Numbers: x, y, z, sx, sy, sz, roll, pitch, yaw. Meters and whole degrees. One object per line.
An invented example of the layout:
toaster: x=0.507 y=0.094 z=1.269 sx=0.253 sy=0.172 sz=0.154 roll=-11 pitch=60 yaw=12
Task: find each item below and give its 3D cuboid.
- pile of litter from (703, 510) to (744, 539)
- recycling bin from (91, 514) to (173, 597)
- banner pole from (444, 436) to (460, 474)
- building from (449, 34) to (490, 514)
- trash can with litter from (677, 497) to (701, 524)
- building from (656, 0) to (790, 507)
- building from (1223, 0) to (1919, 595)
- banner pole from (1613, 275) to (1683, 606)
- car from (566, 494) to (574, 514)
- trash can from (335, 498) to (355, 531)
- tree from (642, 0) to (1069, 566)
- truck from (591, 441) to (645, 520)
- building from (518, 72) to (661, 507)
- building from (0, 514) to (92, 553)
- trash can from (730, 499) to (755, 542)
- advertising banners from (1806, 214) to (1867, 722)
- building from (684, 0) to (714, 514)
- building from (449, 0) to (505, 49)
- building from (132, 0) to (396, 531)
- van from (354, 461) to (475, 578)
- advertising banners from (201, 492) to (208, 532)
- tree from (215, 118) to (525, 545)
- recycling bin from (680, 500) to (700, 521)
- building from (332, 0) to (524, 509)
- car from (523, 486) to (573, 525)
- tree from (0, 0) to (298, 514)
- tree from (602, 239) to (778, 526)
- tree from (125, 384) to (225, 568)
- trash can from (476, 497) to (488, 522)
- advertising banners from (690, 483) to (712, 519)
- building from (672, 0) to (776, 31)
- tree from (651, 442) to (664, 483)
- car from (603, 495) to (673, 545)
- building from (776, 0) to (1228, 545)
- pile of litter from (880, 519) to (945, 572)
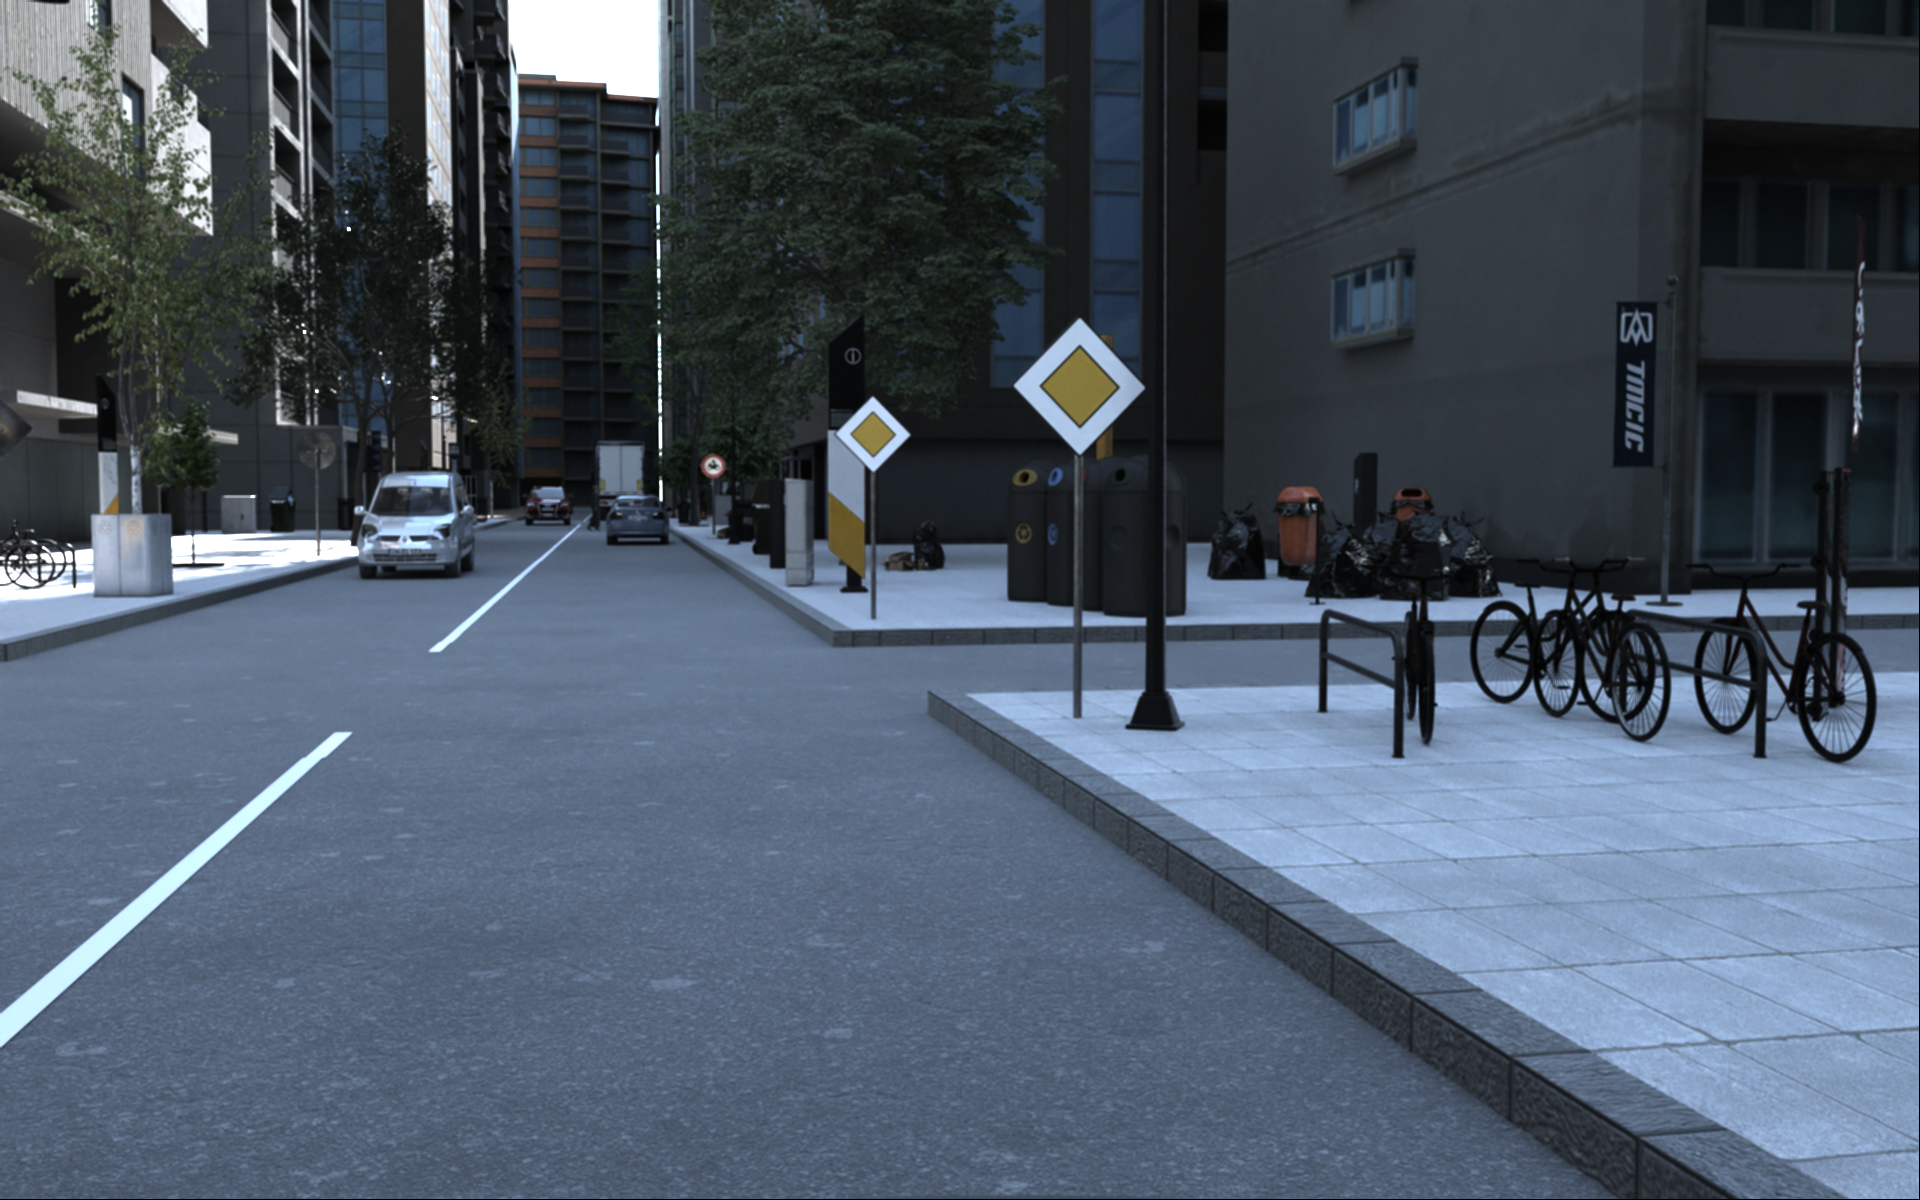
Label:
pile of litter: x=-6.502 y=-2.196 z=49.871 sx=1.719 sy=0.858 sz=1.176 roll=1 pitch=4 yaw=9
recycling bin: x=-10.442 y=-0.570 z=21.866 sx=0.722 sy=1.027 sz=0.722 roll=0 pitch=4 yaw=-2
banner pole: x=-21.834 y=-5.153 z=74.270 sx=0.863 sy=3.779 sz=0.401 roll=-1 pitch=4 yaw=-17
building: x=-37.452 y=-20.603 z=108.560 sx=14.160 sy=30.474 sz=14.107 roll=-1 pitch=4 yaw=-11
trash can with litter: x=-11.734 y=-3.894 z=75.052 sx=1.055 sy=1.170 sz=0.624 roll=1 pitch=4 yaw=13
building: x=-21.976 y=-45.788 z=186.878 sx=20.611 sy=71.187 sz=20.563 roll=-1 pitch=4 yaw=-11
building: x=16.707 y=-25.028 z=32.916 sx=21.600 sy=48.544 sz=21.300 roll=-1 pitch=4 yaw=-11
banner pole: x=7.895 y=-1.826 z=19.875 sx=0.863 sy=3.779 sz=0.401 roll=0 pitch=4 yaw=0
car: x=-28.463 y=-6.930 z=123.085 sx=2.009 sy=1.686 sz=4.222 roll=-1 pitch=4 yaw=-9
trash can: x=-21.563 y=-3.013 z=60.918 sx=0.748 sy=1.137 sz=0.748 roll=0 pitch=3 yaw=0
tree: x=-1.551 y=-6.888 z=30.754 sx=7.486 sy=12.596 sz=7.792 roll=0 pitch=3 yaw=0
truck: x=-19.224 y=-6.632 z=97.342 sx=2.839 sy=4.237 sz=11.283 roll=-1 pitch=4 yaw=-13
building: x=-46.243 y=-32.310 z=182.884 sx=28.867 sy=44.769 sz=22.147 roll=-1 pitch=4 yaw=-11
building: x=-32.401 y=-27.283 z=35.315 sx=28.713 sy=52.752 sz=27.495 roll=-1 pitch=4 yaw=-11
trash can: x=-5.841 y=-2.154 z=46.877 sx=0.748 sy=1.137 sz=0.748 roll=0 pitch=3 yaw=0
advertising banners: x=5.333 y=-0.874 z=10.471 sx=0.090 sy=3.025 sz=2.074 roll=2 pitch=4 yaw=32
building: x=-8.899 y=-35.516 z=122.686 sx=21.231 sy=58.520 sz=28.212 roll=-1 pitch=4 yaw=-11
building: x=-45.563 y=-29.026 z=129.205 sx=22.147 sy=44.769 sz=28.867 roll=-1 pitch=4 yaw=-11
building: x=-33.962 y=-38.499 z=67.714 sx=20.563 sy=71.187 sz=20.611 roll=-1 pitch=4 yaw=-11
van: x=-9.635 y=-1.456 z=30.818 sx=2.013 sy=2.044 sz=4.112 roll=-1 pitch=4 yaw=-11
advertising banners: x=-25.641 y=-3.820 z=58.639 sx=0.090 sy=3.025 sz=2.074 roll=-2 pitch=4 yaw=-28
tree: x=-14.704 y=-6.629 z=42.795 sx=7.601 sy=10.594 sz=8.767 roll=0 pitch=4 yaw=5
recycling bin: x=-12.364 y=-4.084 z=79.329 sx=0.722 sy=1.027 sz=0.722 roll=1 pitch=4 yaw=9
building: x=-46.333 y=-30.719 z=152.361 sx=14.200 sy=45.320 sz=14.600 roll=-1 pitch=4 yaw=-11
car: x=-19.286 y=-4.429 z=81.079 sx=2.281 sy=1.827 sz=5.304 roll=-1 pitch=4 yaw=-13
tree: x=-12.675 y=-4.689 z=27.029 sx=4.737 sy=8.622 sz=4.395 roll=0 pitch=3 yaw=0
tree: x=-10.475 y=-8.757 z=68.927 sx=9.928 sy=11.665 sz=9.643 roll=0 pitch=3 yaw=0
tree: x=-13.605 y=-2.212 z=30.770 sx=1.663 sy=3.219 sz=1.824 roll=0 pitch=3 yaw=0
trash can: x=-21.923 y=-4.128 z=79.148 sx=0.748 sy=1.137 sz=0.748 roll=0 pitch=3 yaw=0
advertising banners: x=-13.265 y=-5.698 z=89.356 sx=2.074 sy=3.025 sz=0.090 roll=3 pitch=5 yaw=44
building: x=-16.554 y=-28.111 z=143.217 sx=14.154 sy=41.232 sz=14.086 roll=-1 pitch=4 yaw=-11
tree: x=-13.324 y=-6.284 z=86.460 sx=4.285 sy=4.588 sz=4.351 roll=0 pitch=3 yaw=0
car: x=-9.352 y=-2.344 z=50.333 sx=2.014 sy=1.417 sz=4.499 roll=-1 pitch=4 yaw=-10
building: x=2.171 y=-24.473 z=50.237 sx=14.600 sy=45.320 sz=14.200 roll=-1 pitch=4 yaw=-11
pile of litter: x=-0.842 y=-0.952 z=29.531 sx=1.176 sy=0.858 sz=1.719 roll=2 pitch=4 yaw=28
